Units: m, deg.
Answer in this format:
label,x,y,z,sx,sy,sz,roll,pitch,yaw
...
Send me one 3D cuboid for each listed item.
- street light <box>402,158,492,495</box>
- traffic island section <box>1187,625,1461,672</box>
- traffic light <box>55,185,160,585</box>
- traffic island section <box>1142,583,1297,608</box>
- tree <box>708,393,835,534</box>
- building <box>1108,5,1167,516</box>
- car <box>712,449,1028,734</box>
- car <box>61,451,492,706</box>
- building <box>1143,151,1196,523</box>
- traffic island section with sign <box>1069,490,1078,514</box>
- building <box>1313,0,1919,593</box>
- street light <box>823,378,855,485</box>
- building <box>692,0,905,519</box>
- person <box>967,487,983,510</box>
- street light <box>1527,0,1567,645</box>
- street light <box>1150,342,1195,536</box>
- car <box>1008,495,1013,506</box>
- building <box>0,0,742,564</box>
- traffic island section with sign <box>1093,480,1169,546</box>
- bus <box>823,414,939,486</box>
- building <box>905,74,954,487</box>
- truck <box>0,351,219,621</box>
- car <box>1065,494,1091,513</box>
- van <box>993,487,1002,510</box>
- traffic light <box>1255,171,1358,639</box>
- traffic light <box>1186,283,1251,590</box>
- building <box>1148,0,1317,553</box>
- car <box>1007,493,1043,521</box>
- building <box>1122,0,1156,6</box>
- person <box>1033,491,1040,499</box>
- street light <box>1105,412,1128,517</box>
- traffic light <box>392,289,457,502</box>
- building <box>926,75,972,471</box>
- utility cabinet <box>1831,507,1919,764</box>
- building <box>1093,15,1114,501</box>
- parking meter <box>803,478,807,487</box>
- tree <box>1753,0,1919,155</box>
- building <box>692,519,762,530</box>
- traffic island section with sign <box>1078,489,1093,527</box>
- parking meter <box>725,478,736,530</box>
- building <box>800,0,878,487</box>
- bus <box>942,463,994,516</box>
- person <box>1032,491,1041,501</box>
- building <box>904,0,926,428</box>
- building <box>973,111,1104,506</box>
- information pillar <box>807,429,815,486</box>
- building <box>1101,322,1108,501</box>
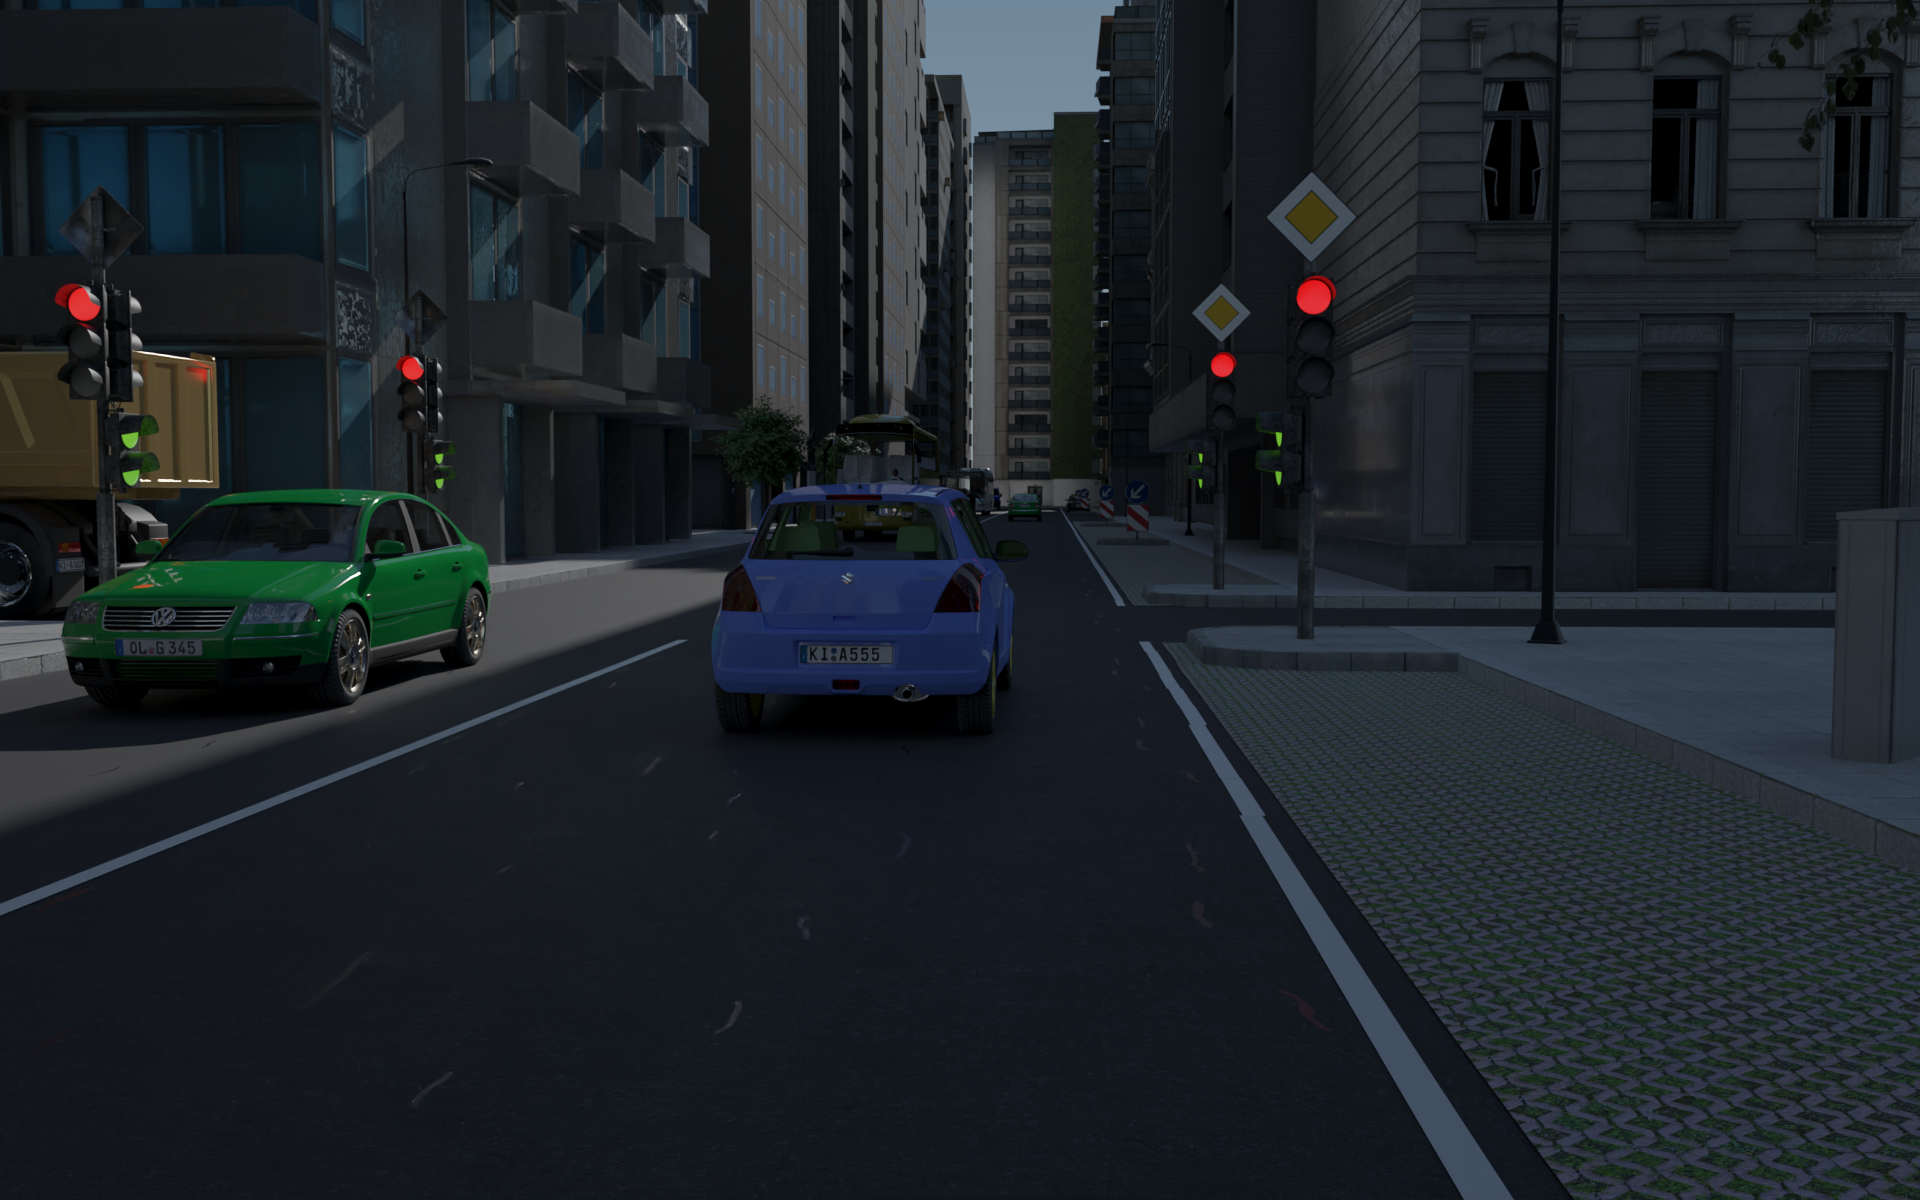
label,x,y,z,sx,sy,sz,roll,pitch,yaw
street light,-7.157,-3.155,24.118,1.470,5.913,1.316,0,4,3
traffic island section,3.084,0.423,15.357,2.009,0.180,2.903,0,4,3
traffic light,-7.802,-1.644,15.800,0.839,4.253,0.868,0,4,3
traffic island section,3.505,-0.064,23.332,2.009,0.180,2.903,0,4,3
tree,-6.460,-4.446,56.399,4.285,4.588,4.351,0,3,0
building,16.166,-20.471,106.398,14.160,30.474,14.107,0,4,3
car,-0.523,-0.129,11.695,1.945,1.707,3.694,0,4,4
car,-4.955,-0.265,13.127,1.959,1.807,4.718,0,4,1
building,15.867,-15.963,80.087,14.460,24.649,34.723,0,4,3
traffic island section with sign,8.878,-7.117,124.982,1.989,1.847,2.006,0,4,3
building,15.025,-10.836,26.322,18.267,20.994,9.793,0,4,3
street light,-4.900,-5.916,69.271,1.470,5.913,1.316,0,4,3
building,-10.889,-27.869,105.764,14.600,45.320,14.200,0,4,3
person,0.763,-5.698,101.299,1.348,1.869,0.705,-3,4,-36
street light,4.527,-2.585,14.799,1.470,5.913,1.316,0,4,3
street light,6.508,-4.930,53.151,1.470,5.913,1.316,0,4,3
car,4.633,-7.372,132.893,2.083,1.381,4.827,0,4,2
building,-18.218,-25.583,37.896,23.786,49.044,30.456,0,4,3
traffic island section with sign,4.860,-2.460,48.841,1.989,1.847,2.006,0,4,3
bus,-2.298,-4.004,57.009,2.896,3.916,12.252,0,4,3
building,-12.805,-28.586,159.262,23.993,40.220,32.217,0,4,3
truck,-14.015,-1.499,20.433,9.791,3.379,3.469,0,4,5
car,9.158,-7.616,134.311,2.009,1.686,4.222,0,4,2
van,2.691,-9.285,156.191,2.240,2.365,5.245,0,4,2
traffic light,3.045,-1.610,15.246,0.839,4.253,0.868,0,4,3
traffic light,3.466,-2.098,23.220,0.839,4.253,0.868,0,4,3
building,13.219,-13.993,47.851,14.314,24.678,30.058,0,4,3
car,3.458,-5.104,92.251,1.959,1.807,4.718,0,4,2
building,23.371,-31.125,128.502,23.786,49.044,30.456,0,4,3
person,6.705,-8.960,155.710,1.217,1.736,0.721,2,4,27
street light,8.858,-7.646,97.554,1.470,5.913,1.316,0,4,3
traffic light,-7.381,-2.132,23.774,0.839,4.253,0.868,0,4,3
building,-9.739,-34.835,193.255,21.600,48.544,21.300,0,4,3
utility cabinet,4.687,0.154,8.638,1.020,1.237,0.306,-3,5,-44
building,23.447,-30.817,158.481,22.147,44.769,28.867,0,4,3
parking meter,-5.563,-3.557,63.866,0.399,1.863,0.255,-1,4,-15
tree,4.744,-3.471,7.106,4.360,8.622,3.978,0,3,0
building,-13.894,-25.565,68.096,14.600,45.320,14.200,0,4,3
traffic island section with sign,6.286,-4.109,75.804,1.989,1.847,2.006,0,4,3
parking meter,-8.136,-3.408,61.427,0.255,1.863,0.399,2,4,27
building,-11.994,-19.504,90.592,14.160,30.474,14.107,0,4,3
bus,0.717,-7.567,118.581,2.948,3.499,13.247,0,4,4
person,6.803,-8.816,153.446,0.742,1.727,0.445,-1,4,-22
building,-16.618,-32.871,126.675,28.713,52.752,27.495,0,4,3
building,8.444,-30.902,188.849,14.086,41.232,14.154,0,4,3
information pillar,-5.312,-4.319,61.974,0.183,3.616,0.504,1,4,23
building,30.524,-21.407,195.050,28.899,21.520,27.650,0,4,3
